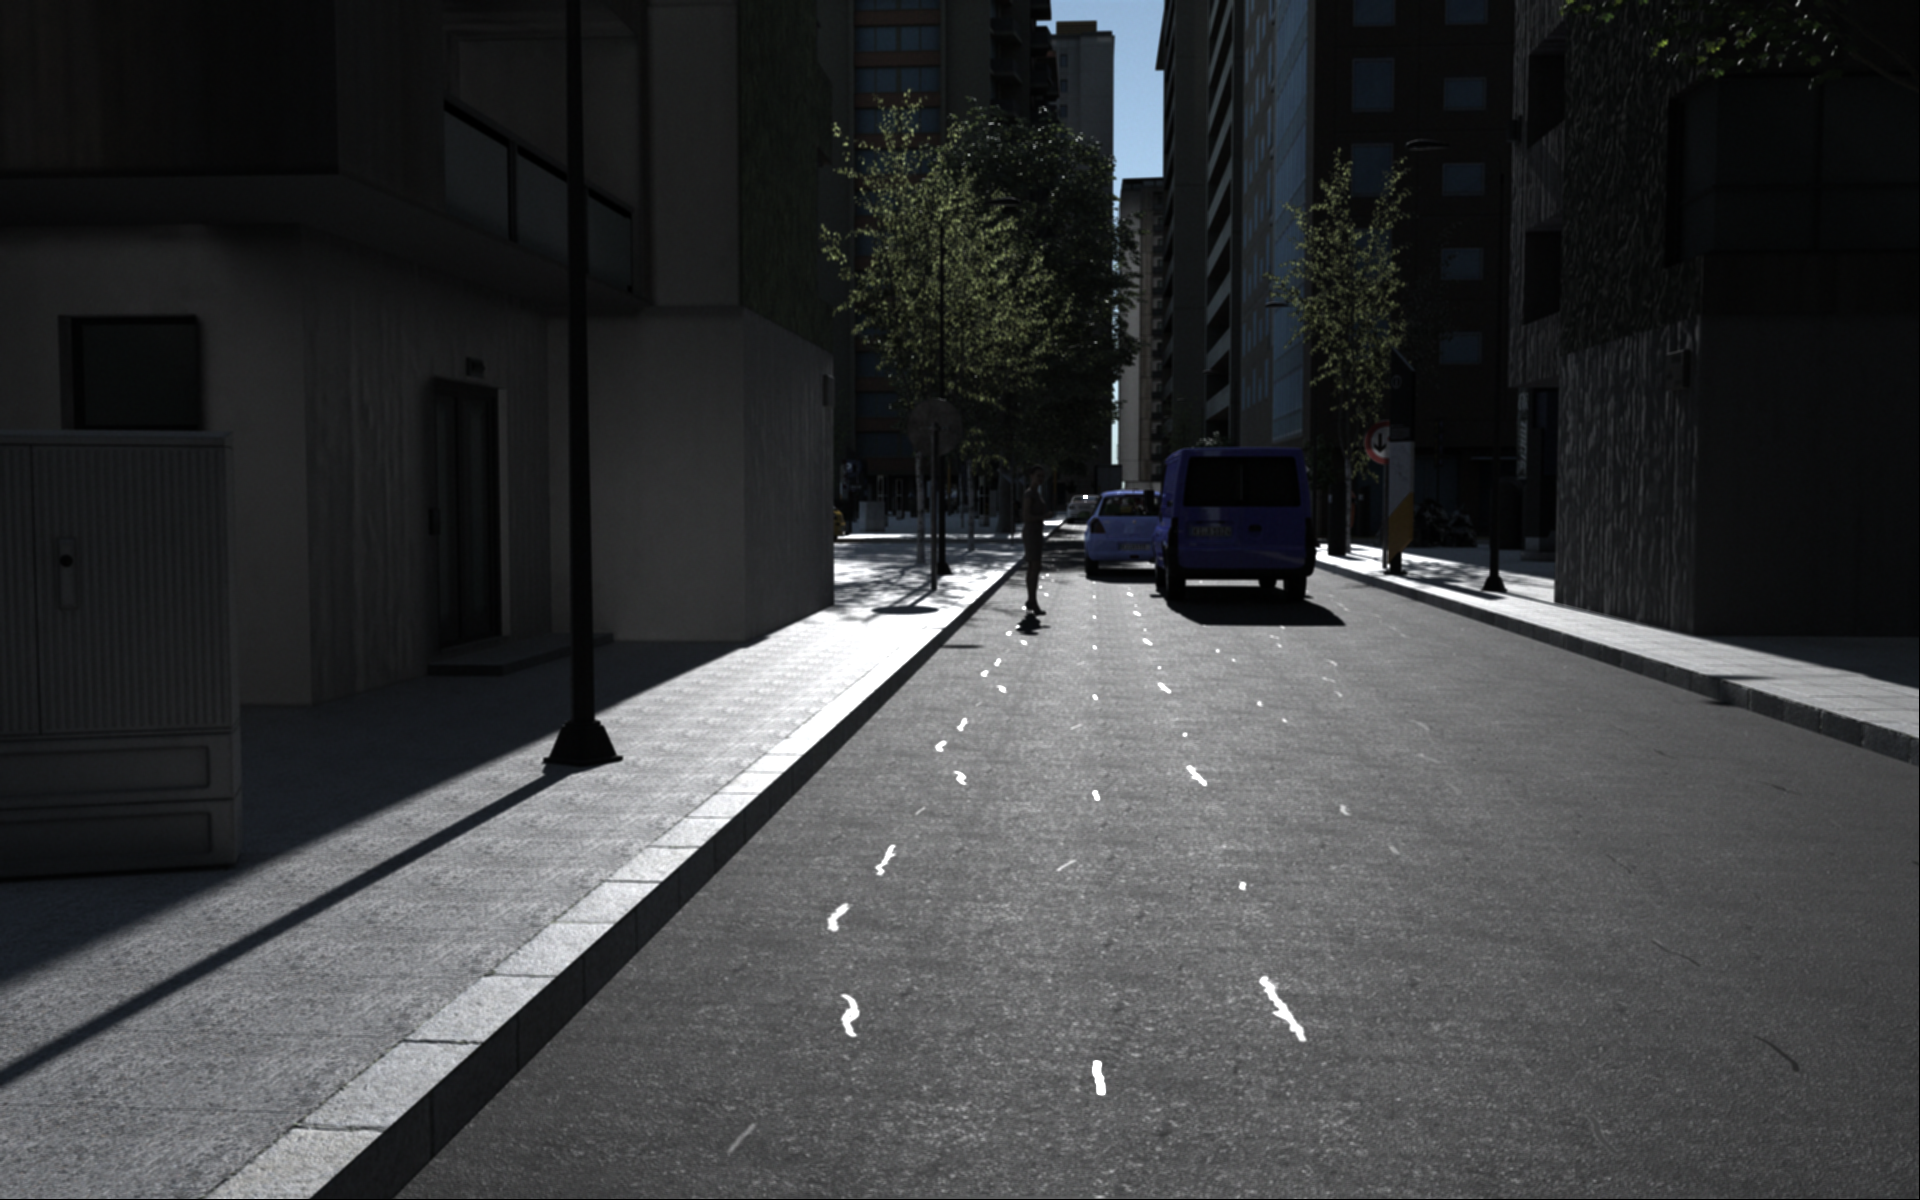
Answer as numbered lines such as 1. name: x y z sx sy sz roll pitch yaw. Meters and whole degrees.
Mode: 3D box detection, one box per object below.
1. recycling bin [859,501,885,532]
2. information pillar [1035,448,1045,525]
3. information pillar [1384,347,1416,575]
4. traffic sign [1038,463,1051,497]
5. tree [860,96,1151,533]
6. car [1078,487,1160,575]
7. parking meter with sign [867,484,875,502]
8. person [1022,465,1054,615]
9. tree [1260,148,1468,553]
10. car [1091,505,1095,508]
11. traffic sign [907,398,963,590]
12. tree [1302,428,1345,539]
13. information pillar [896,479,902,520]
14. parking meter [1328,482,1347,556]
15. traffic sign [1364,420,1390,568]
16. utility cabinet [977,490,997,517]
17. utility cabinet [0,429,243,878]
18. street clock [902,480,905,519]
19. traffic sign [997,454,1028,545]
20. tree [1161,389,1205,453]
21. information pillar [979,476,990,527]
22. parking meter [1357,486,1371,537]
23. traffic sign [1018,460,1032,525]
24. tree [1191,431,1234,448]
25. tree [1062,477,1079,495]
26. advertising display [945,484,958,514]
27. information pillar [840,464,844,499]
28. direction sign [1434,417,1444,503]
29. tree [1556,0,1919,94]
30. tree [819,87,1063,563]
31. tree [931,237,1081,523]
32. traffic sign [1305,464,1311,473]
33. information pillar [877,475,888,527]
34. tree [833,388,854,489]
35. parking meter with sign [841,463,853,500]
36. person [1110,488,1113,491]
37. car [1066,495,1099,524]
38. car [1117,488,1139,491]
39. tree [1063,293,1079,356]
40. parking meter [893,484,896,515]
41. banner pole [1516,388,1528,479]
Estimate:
1. recycling bin: -2.994 -2.840 58.984 0.722 1.027 0.722 -1 4 -21
2. information pillar: 3.310 -4.937 72.079 0.183 3.616 0.504 -3 4 -38
3. information pillar: 6.990 -2.208 27.452 0.183 3.616 0.504 -2 4 -30
4. traffic sign: 3.322 -4.314 70.643 0.768 2.556 0.104 1 4 9
5. tree: 1.620 -9.192 56.952 9.857 13.997 8.962 0 3 0
6. car: 3.137 -1.357 31.785 1.945 1.707 3.694 0 4 3
7. parking meter with sign: -6.781 -7.998 127.031 0.543 3.016 1.738 2 4 25
8. person: 0.928 -0.731 20.786 0.374 1.781 0.599 1 4 15
9. tree: 8.736 -5.344 37.735 4.360 8.622 3.978 0 3 0
10. car: 6.108 -3.504 67.513 2.015 1.641 3.980 0 4 5
11. traffic sign: -0.349 -1.407 23.106 0.768 2.556 0.104 1 4 13
12. tree: 10.487 -3.390 50.025 1.663 3.219 1.824 0 3 0
13. information pillar: -3.038 -5.020 86.561 0.304 2.012 0.304 0 4 -3
14. parking meter: 7.888 -1.701 36.223 0.372 1.533 0.369 0 3 0
15. traffic sign: 7.346 -1.821 29.875 0.768 2.556 0.104 1 4 9
16. utility cabinet: 1.480 -5.295 95.252 1.173 1.500 0.318 -3 5 -41
17. utility cabinet: -3.071 0.175 5.816 1.173 1.500 0.318 -1 4 -18
18. street clock: -2.986 -5.209 89.733 0.358 2.002 0.471 0 4 3
19. traffic sign: 1.311 -2.425 43.290 0.795 2.450 0.064 0 4 4
20. tree: 15.798 -10.387 120.185 4.737 8.622 4.395 0 3 0
21. information pillar: 0.965 -3.921 68.602 0.304 2.012 0.304 -3 5 -44
22. parking meter: 12.054 -2.648 51.700 0.372 1.533 0.369 0 3 0
23. traffic sign: 1.924 -2.912 51.252 0.795 2.450 0.064 0 4 4
24. tree: 12.914 -6.348 87.503 4.285 4.588 4.351 0 3 0
25. tree: 12.585 -12.239 194.710 1.663 3.219 1.824 0 3 0
26. advertising display: -0.565 -6.467 110.951 0.974 1.923 0.123 2 4 24
27. information pillar: -8.332 -8.079 123.439 0.504 3.616 0.183 3 5 44
28. direction sign: 14.171 -3.629 51.331 0.379 3.537 0.876 0 4 0
29. tree: 7.039 -5.162 10.152 9.928 11.665 9.643 0 3 0
30. tree: -0.662 -4.975 31.710 4.360 8.622 3.978 0 3 0
31. tree: 2.470 -9.741 77.398 7.486 12.596 7.792 0 3 0
32. traffic sign: 8.234 -2.391 42.739 0.795 2.450 0.064 0 4 4
33. information pillar: -3.050 -3.908 68.391 0.304 2.012 0.304 3 5 39
34. tree: -8.772 -9.993 113.748 4.737 8.622 4.395 0 3 0
35. parking meter with sign: -6.266 -6.038 94.989 0.543 3.016 1.738 0 4 6
36. person: 9.204 -5.897 105.191 0.678 1.792 0.850 1 4 18
37. car: 6.240 -4.466 85.380 2.083 1.381 4.827 0 4 6
38. car: 11.366 -6.637 117.192 2.281 1.827 5.304 0 4 4
39. tree: 0.331 -5.412 38.853 4.360 8.622 3.978 0 3 0
40. parking meter: -3.791 -5.977 103.436 0.399 1.863 0.255 -1 4 -15
41. banner pole: 11.655 -2.786 35.572 0.401 3.779 0.863 -1 4 -15
